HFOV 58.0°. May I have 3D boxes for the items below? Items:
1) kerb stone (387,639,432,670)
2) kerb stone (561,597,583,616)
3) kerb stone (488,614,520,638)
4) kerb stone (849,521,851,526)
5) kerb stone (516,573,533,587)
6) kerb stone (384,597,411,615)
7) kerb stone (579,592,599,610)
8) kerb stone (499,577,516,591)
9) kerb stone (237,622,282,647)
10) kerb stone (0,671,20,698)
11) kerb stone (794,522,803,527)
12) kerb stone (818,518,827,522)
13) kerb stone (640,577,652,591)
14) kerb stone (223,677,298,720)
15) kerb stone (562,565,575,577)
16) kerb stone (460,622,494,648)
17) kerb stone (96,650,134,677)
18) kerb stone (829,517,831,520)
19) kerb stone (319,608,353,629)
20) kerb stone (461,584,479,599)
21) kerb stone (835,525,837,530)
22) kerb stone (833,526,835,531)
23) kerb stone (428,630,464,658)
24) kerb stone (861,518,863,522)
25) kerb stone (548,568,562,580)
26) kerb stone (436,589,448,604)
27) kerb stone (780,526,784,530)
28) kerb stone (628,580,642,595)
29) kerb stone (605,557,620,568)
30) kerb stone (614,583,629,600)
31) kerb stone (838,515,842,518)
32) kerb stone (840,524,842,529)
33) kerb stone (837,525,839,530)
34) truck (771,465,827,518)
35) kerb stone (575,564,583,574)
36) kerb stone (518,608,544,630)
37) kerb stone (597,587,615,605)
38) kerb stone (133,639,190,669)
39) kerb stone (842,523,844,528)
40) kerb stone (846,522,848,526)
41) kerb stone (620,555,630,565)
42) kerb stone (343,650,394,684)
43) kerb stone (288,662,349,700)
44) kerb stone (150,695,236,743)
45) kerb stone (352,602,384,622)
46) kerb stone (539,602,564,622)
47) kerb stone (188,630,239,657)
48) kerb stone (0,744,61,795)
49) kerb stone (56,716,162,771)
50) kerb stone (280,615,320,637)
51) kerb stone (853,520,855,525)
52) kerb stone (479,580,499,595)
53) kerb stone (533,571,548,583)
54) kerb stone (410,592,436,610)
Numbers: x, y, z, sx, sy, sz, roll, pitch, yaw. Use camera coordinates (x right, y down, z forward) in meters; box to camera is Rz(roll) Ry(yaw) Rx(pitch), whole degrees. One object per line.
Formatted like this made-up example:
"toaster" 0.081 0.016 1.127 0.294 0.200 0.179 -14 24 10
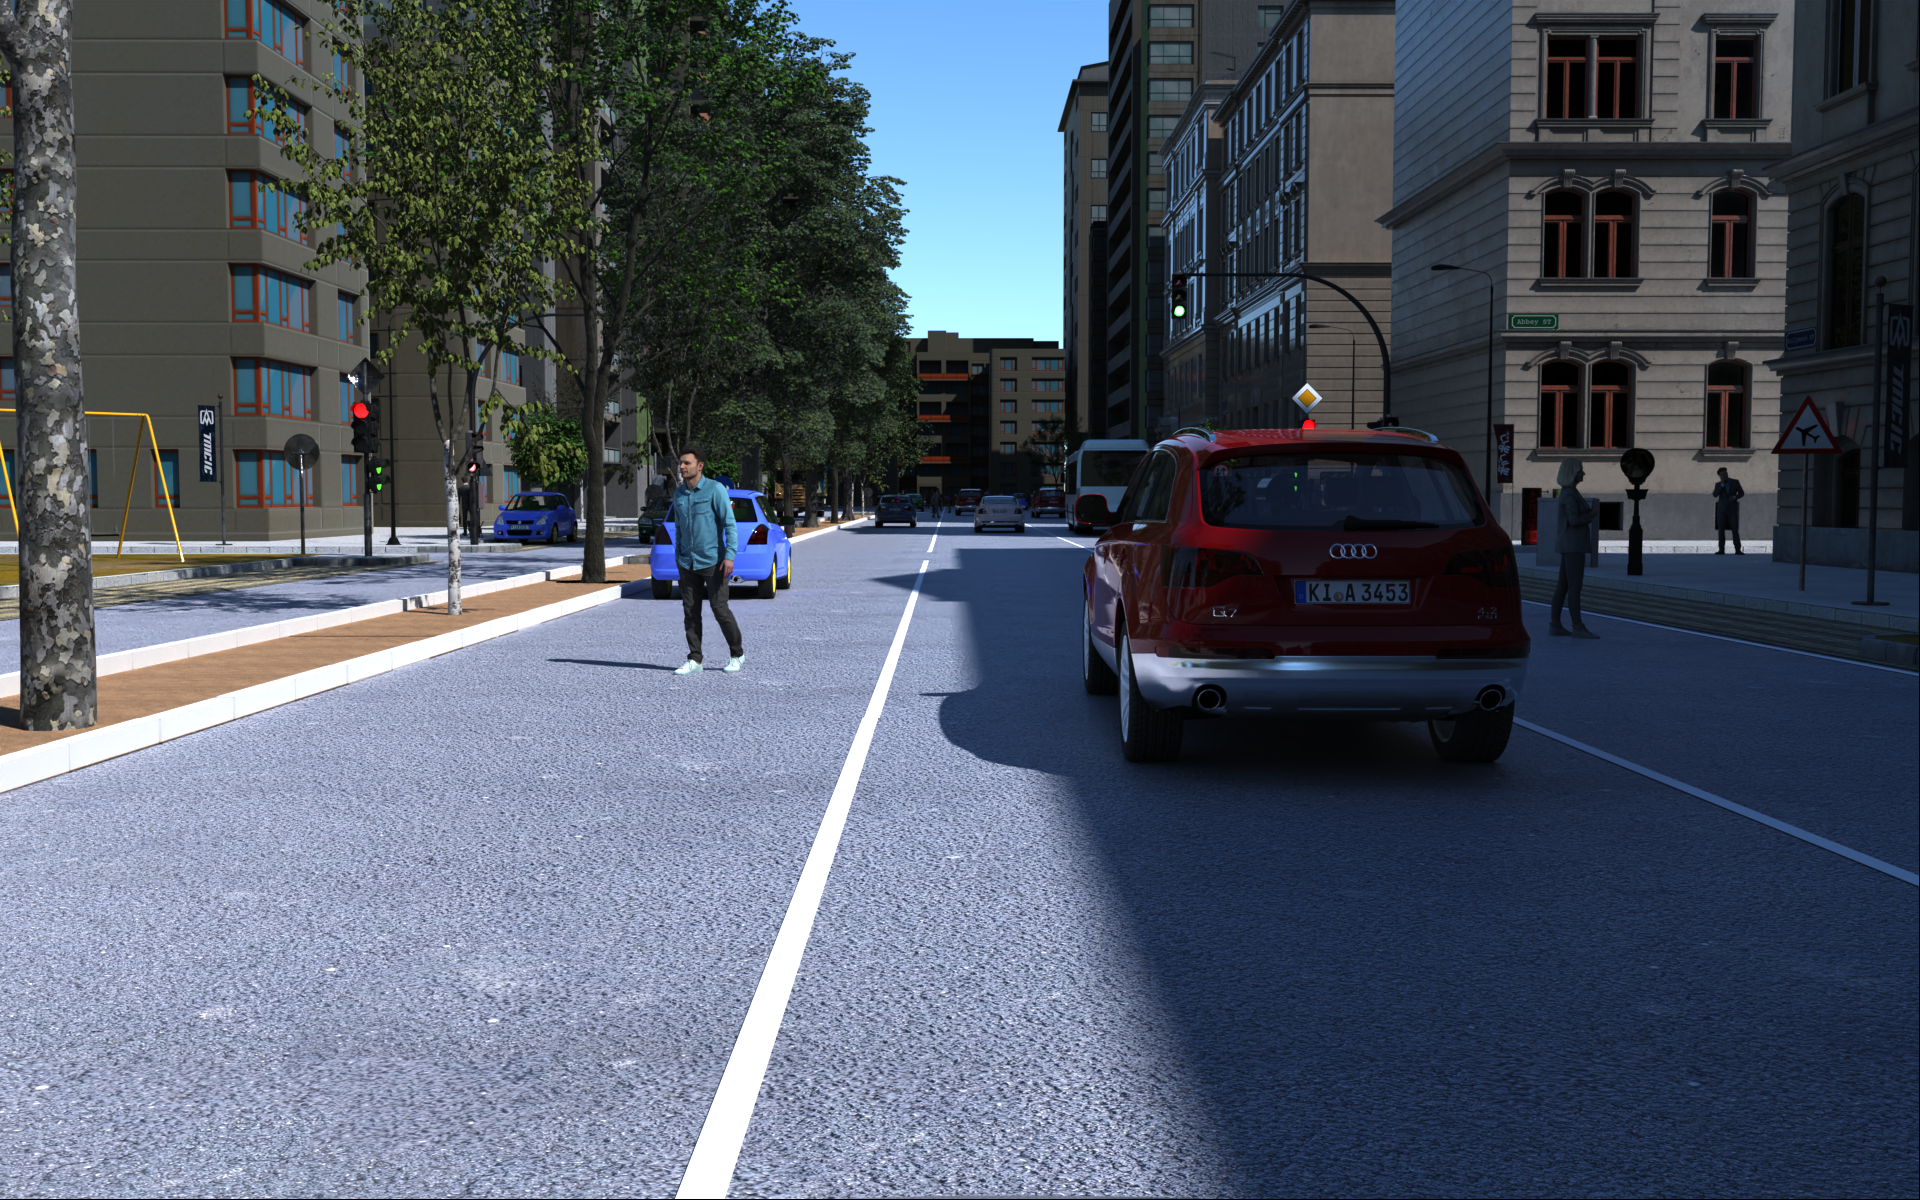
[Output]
"kerb stone" -4.669 0.467 14.558 0.120 0.150 1.000 0 4 0
"kerb stone" -4.710 0.094 20.705 0.120 0.150 1.000 0 4 0
"kerb stone" -4.692 0.280 17.625 0.120 0.150 1.000 0 4 0
"kerb stone" -5.042 -3.329 76.632 0.120 0.150 1.000 0 4 0
"kerb stone" -6.840 -0.284 26.864 0.120 0.150 1.000 0 4 0
"kerb stone" -6.811 0.091 20.708 0.120 0.150 1.000 0 4 0
"kerb stone" -4.718 0.032 21.727 0.120 0.150 1.000 0 4 0
"kerb stone" -6.843 -0.214 25.837 0.120 0.150 1.000 0 4 0
"kerb stone" -6.783 0.342 16.612 0.120 0.150 1.000 0 4 0
"kerb stone" -6.754 0.594 12.498 0.120 0.150 1.000 0 4 0
"kerb stone" -7.141 -3.322 76.628 0.120 0.150 1.000 0 4 0
"kerb stone" -7.225 -4.207 90.988 0.120 0.150 1.000 0 4 0
"kerb stone" -4.742 -0.220 25.817 0.120 0.150 1.000 0 4 0
"kerb stone" -4.656 0.656 11.475 0.120 0.150 1.000 0 4 0
"kerb stone" -6.870 -0.475 29.955 0.120 0.150 1.000 0 4 0
"kerb stone" -4.684 0.346 16.603 0.120 0.150 1.000 0 4 0
"kerb stone" -6.765 0.530 13.526 0.120 0.150 1.000 0 4 0
"kerb stone" -7.247 -4.395 94.054 0.120 0.150 1.000 0 4 0
"kerb stone" -6.797 0.222 18.662 0.120 0.150 1.000 0 4 0
"kerb stone" -6.832 -0.097 23.783 0.120 0.150 1.000 0 4 0
"kerb stone" -4.987 -2.766 67.417 0.120 0.150 1.000 0 4 0
"kerb stone" -4.979 -2.703 66.391 0.120 0.150 1.000 0 4 0
"kerb stone" -4.686 0.410 15.582 0.120 0.150 1.000 0 4 0
"kerb stone" -5.099 -3.957 86.897 0.120 0.150 1.000 0 4 0
"kerb stone" -6.858 -0.411 28.921 0.120 0.150 1.000 0 4 0
"kerb stone" -6.814 -0.028 22.758 0.120 0.150 1.000 0 4 0
"kerb stone" -7.110 -2.951 70.476 0.120 0.150 1.000 0 4 0
"kerb stone" -4.737 -0.159 24.795 0.120 0.150 1.000 0 4 0
"kerb stone" -6.885 -0.725 34.047 0.120 0.150 1.000 0 4 0
"kerb stone" -4.727 -0.097 23.773 0.120 0.150 1.000 0 4 0
"kerb stone" -7.326 -5.210 107.372 0.120 0.150 1.000 0 4 0
"kerb stone" -5.008 -2.952 70.490 0.120 0.150 1.000 0 4 0
"kerb stone" -4.987 -2.828 68.439 0.120 0.150 1.000 0 4 0
"truck" -9.826 -7.234 107.188 2.839 4.237 11.283 0 4 0
"kerb stone" -6.870 -0.537 30.977 0.120 0.150 1.000 0 4 0
"kerb stone" -4.690 0.220 18.647 0.120 0.150 1.000 0 4 0
"kerb stone" -4.717 -0.034 22.748 0.120 0.150 1.000 0 4 0
"kerb stone" -6.768 0.468 14.548 0.120 0.150 1.000 0 4 0
"kerb stone" -5.005 -3.015 71.516 0.120 0.150 1.000 0 4 0
"kerb stone" -5.029 -3.204 74.582 0.120 0.150 1.000 0 4 0
"kerb stone" -6.893 -0.788 35.074 0.120 0.150 1.000 0 4 0
"kerb stone" -4.666 0.530 13.537 0.120 0.150 1.000 0 4 0
"kerb stone" -4.666 0.593 12.506 0.120 0.150 1.000 0 4 0
"kerb stone" -4.651 0.723 10.451 0.120 0.150 1.000 0 4 0
"kerb stone" -6.800 0.153 19.686 0.120 0.150 1.000 0 4 0
"kerb stone" -4.702 0.155 19.669 0.120 0.150 1.000 0 4 0
"kerb stone" -6.772 0.405 15.574 0.120 0.150 1.000 0 4 0
"kerb stone" -4.636 0.844 8.398 0.120 0.150 1.000 0 4 0
"kerb stone" -4.646 0.782 9.420 0.120 0.150 1.000 0 4 0
"kerb stone" -6.789 0.279 17.633 0.120 0.150 1.000 0 4 0
"kerb stone" -5.055 -3.518 79.711 0.120 0.150 1.000 0 4 0
"kerb stone" -6.836 -0.160 24.808 0.120 0.150 1.000 0 4 0
"kerb stone" -6.848 -0.348 27.892 0.120 0.150 1.000 0 4 0
"kerb stone" -6.821 0.028 21.734 0.120 0.150 1.000 0 4 0
